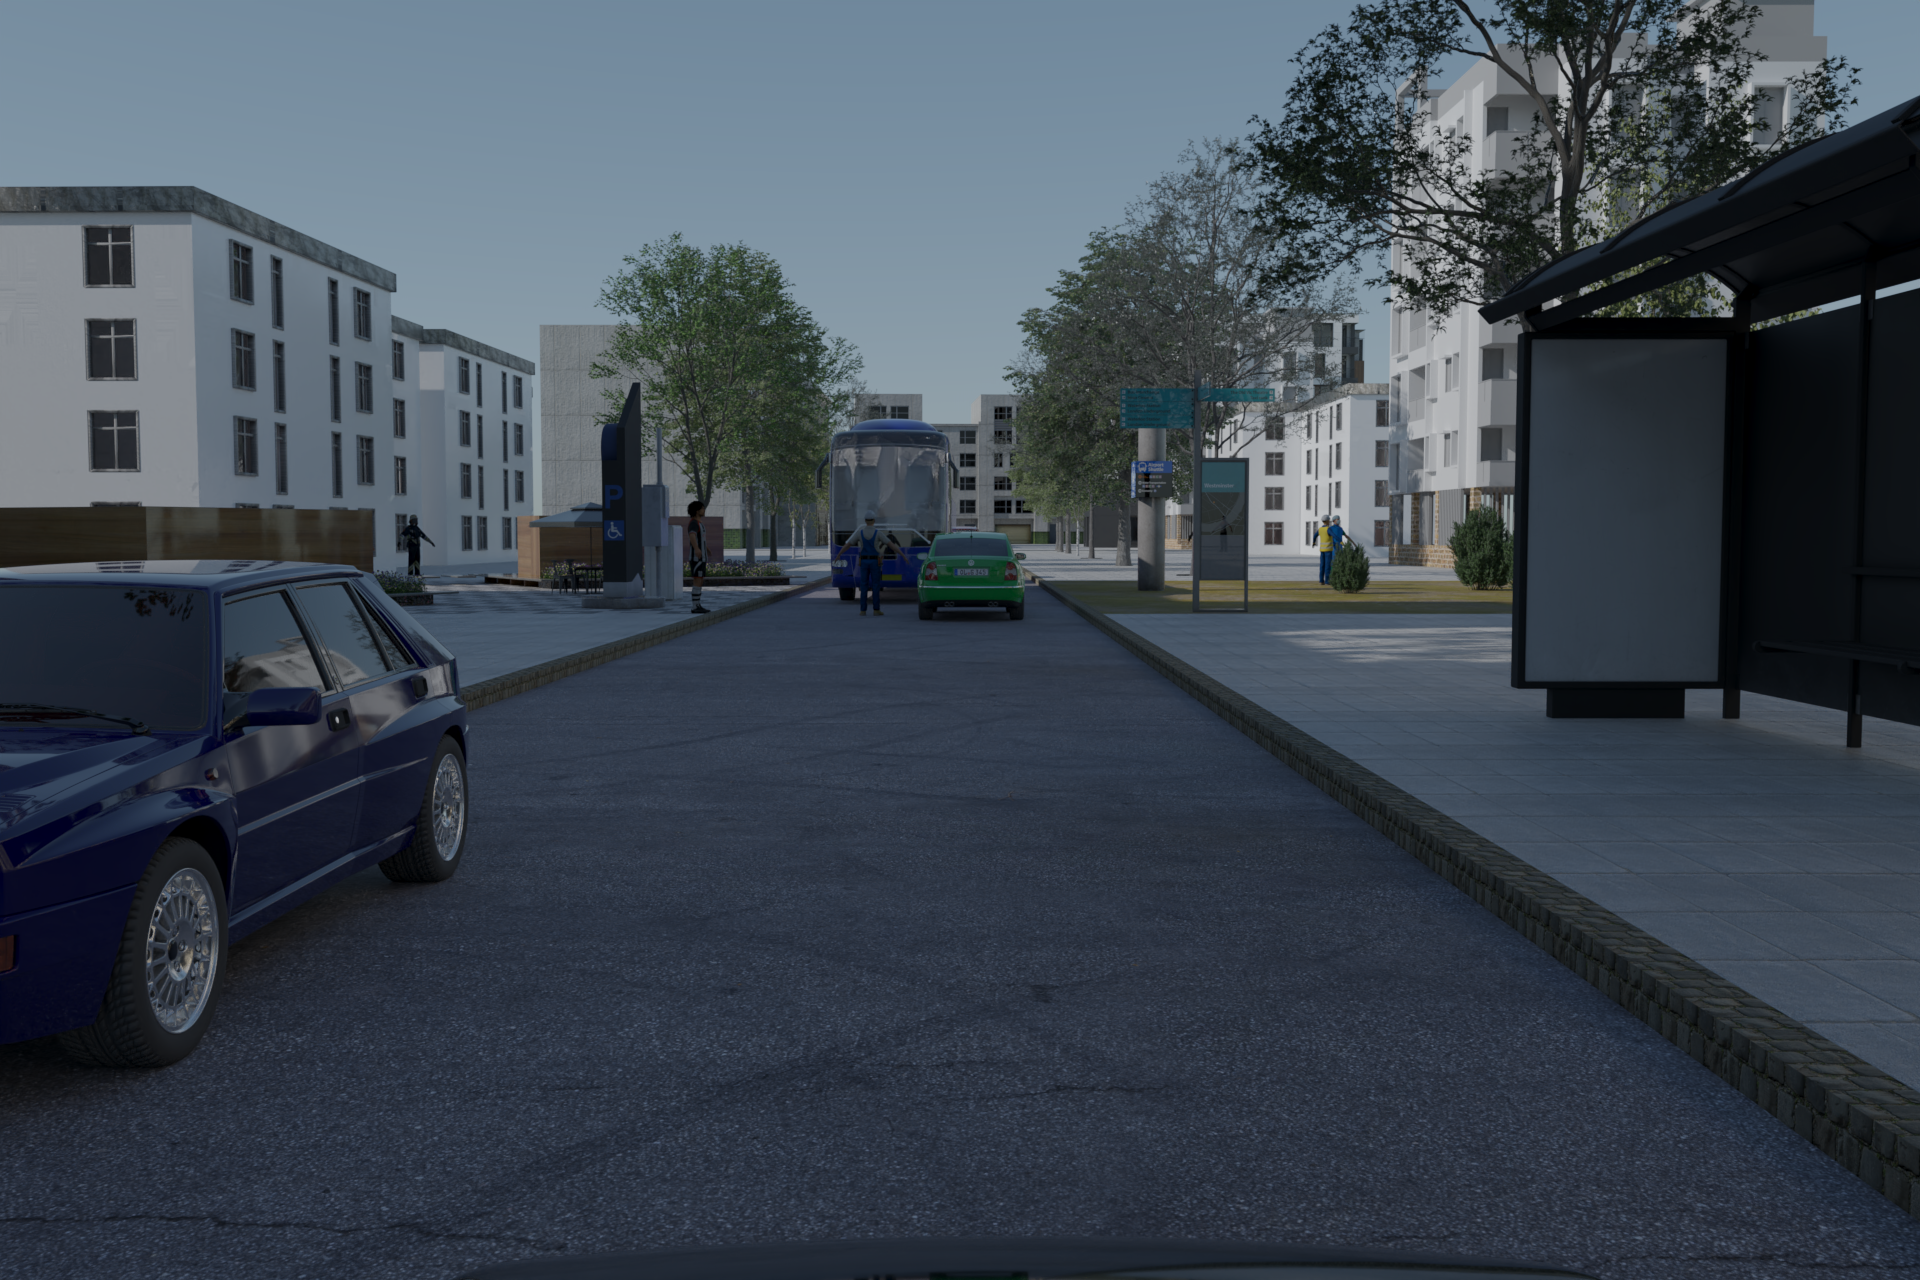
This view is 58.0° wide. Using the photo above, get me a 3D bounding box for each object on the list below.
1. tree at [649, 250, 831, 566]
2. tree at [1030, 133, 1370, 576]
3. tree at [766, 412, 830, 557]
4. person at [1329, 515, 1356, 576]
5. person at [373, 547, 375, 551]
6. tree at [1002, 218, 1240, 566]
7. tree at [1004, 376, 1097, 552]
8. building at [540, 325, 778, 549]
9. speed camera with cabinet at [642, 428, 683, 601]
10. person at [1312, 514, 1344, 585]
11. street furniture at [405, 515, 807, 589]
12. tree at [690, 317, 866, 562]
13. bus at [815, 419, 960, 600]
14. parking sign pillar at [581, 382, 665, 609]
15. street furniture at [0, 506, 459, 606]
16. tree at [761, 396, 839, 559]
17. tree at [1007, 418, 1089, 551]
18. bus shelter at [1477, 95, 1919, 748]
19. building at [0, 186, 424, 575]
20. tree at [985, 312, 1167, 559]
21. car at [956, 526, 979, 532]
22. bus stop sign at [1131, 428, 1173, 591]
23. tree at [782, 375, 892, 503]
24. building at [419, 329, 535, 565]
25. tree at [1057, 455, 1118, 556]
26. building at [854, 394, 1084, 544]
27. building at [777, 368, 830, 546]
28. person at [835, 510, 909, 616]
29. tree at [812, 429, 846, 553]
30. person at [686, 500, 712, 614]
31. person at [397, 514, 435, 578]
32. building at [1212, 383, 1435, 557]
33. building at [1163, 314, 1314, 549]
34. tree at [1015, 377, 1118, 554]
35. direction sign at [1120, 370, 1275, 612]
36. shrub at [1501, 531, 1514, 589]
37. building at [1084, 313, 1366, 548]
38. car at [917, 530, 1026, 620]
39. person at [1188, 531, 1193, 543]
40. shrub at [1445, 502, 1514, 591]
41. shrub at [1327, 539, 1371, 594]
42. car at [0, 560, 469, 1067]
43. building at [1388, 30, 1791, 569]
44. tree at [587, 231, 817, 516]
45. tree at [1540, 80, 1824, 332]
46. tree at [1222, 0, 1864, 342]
[{"bbox_3d":[-8.873,-9.271,69.705,7.486,12.596,7.792,0,3,0],"label":"tree"},{"bbox_3d":[7.385,-8.708,52.745,12.009,13.543,11.850,0,3,0],"label":"tree"},{"bbox_3d":[-8.555,-8.967,96.973,4.360,8.622,3.978,0,3,0],"label":"tree"},{"bbox_3d":[10.590,-2.602,48.667,1.347,1.817,0.704,-2,4,-32],"label":"person"},{"bbox_3d":[-13.503,-1.944,38.014,1.346,1.802,0.704,0,4,-1],"label":"person"},{"bbox_3d":[6.476,-9.941,69.194,9.857,13.997,8.962,0,3,0],"label":"tree"},{"bbox_3d":[7.026,-12.507,122.616,7.486,12.596,7.792,0,3,0],"label":"tree"},{"bbox_3d":[-27.116,-18.092,162.260,16.747,18.905,31.486,0,4,0],"label":"building"},{"bbox_3d":[-5.769,-2.367,33.033,0.660,3.252,2.038,0,4,2],"label":"speed camera with cabinet"},{"bbox_3d":[9.233,-2.260,43.413,0.721,1.772,1.216,-2,4,-30],"label":"person"},{"bbox_3d":[-7.607,-2.266,43.898,11.010,1.723,9.812,-2,4,-30],"label":"street furniture"},{"bbox_3d":[-8.608,-9.499,81.071,9.928,11.665,9.643,0,3,0],"label":"tree"},{"bbox_3d":[-1.408,-3.005,40.685,2.896,3.916,12.251,0,4,0],"label":"bus"},{"bbox_3d":[-5.888,-2.552,30.190,1.447,3.967,1.447,0,4,2],"label":"parking sign pillar"},{"bbox_3d":[-13.716,-1.358,29.053,11.010,1.723,9.812,2,4,24],"label":"street furniture"},{"bbox_3d":[-8.395,-8.521,89.684,4.737,8.622,4.395,0,3,0],"label":"tree"},{"bbox_3d":[7.420,-13.046,131.431,7.486,12.596,7.792,0,3,0],"label":"tree"},{"bbox_3d":[4.635,-0.953,9.506,2.014,3.302,5.546,0,4,0],"label":"bus shelter"},{"bbox_3d":[-22.694,-6.966,56.046,9.099,9.664,28.070,0,4,1],"label":"building"},{"bbox_3d":[6.923,-10.983,89.939,12.009,13.543,11.850,0,3,0],"label":"tree"},{"bbox_3d":[0.164,-4.770,86.663,2.281,1.827,5.304,0,4,-1],"label":"car"},{"bbox_3d":[4.342,-3.070,39.218,0.837,3.901,0.837,0,4,-1],"label":"bus stop sign"},{"bbox_3d":[-8.445,-13.599,132.716,12.009,13.543,11.850,0,3,0],"label":"tree"},{"bbox_3d":[-25.358,-8.741,85.060,9.099,9.664,28.070,0,4,1],"label":"building"},{"bbox_3d":[6.622,-9.176,100.390,4.360,8.622,3.978,0,3,0],"label":"tree"},{"bbox_3d":[2.058,-21.813,225.560,31.486,18.905,16.747,0,4,-4],"label":"building"},{"bbox_3d":[-24.260,-21.923,189.376,19.493,23.208,18.063,0,4,0],"label":"building"},{"bbox_3d":[-1.574,-1.356,30.490,1.347,1.847,0.705,1,4,10],"label":"person"},{"bbox_3d":[-8.600,-10.015,114.107,4.737,8.622,4.395,0,3,0],"label":"tree"},{"bbox_3d":[-4.220,-1.341,28.064,0.704,1.843,1.345,0,4,-1],"label":"person"},{"bbox_3d":[-15.937,-2.741,50.602,0.705,1.856,1.354,2,4,32],"label":"person"},{"bbox_3d":[22.433,-10.300,110.551,9.099,9.664,28.070,0,4,0],"label":"building"},{"bbox_3d":[23.270,-18.353,156.487,16.016,20.090,11.380,0,4,0],"label":"building"},{"bbox_3d":[7.406,-11.929,113.166,7.486,12.596,7.792,0,3,0],"label":"tree"},{"bbox_3d":[3.881,-2.386,27.768,2.525,3.948,1.411,0,4,-1],"label":"direction sign"},{"bbox_3d":[11.036,-1.725,32.624,1.690,2.028,1.600,0,3,0],"label":"shrub"},{"bbox_3d":[26.423,-20.353,176.739,27.936,21.610,32.646,0,4,0],"label":"building"},{"bbox_3d":[0.201,-1.314,30.286,1.959,1.807,4.718,0,4,0],"label":"car"},{"bbox_3d":[9.223,-3.707,66.542,0.705,1.837,1.347,-3,5,-42],"label":"person"},{"bbox_3d":[11.956,-2.146,39.500,1.690,2.028,1.600,0,3,0],"label":"shrub"},{"bbox_3d":[8.406,-1.606,37.383,1.383,1.207,1.383,0,3,0],"label":"shrub"},{"bbox_3d":[-2.958,0.410,5.876,1.945,1.354,3.894,0,4,0],"label":"car"},{"bbox_3d":[23.137,-13.149,71.410,16.016,20.090,11.380,0,4,0],"label":"building"},{"bbox_3d":[-8.707,-8.137,58.792,9.928,11.665,9.643,0,3,0],"label":"tree"},{"bbox_3d":[11.729,-4.767,28.311,4.737,8.622,4.395,0,3,0],"label":"tree"},{"bbox_3d":[6.266,-5.186,19.210,7.601,10.594,8.767,-2,4,-26],"label":"tree"}]
